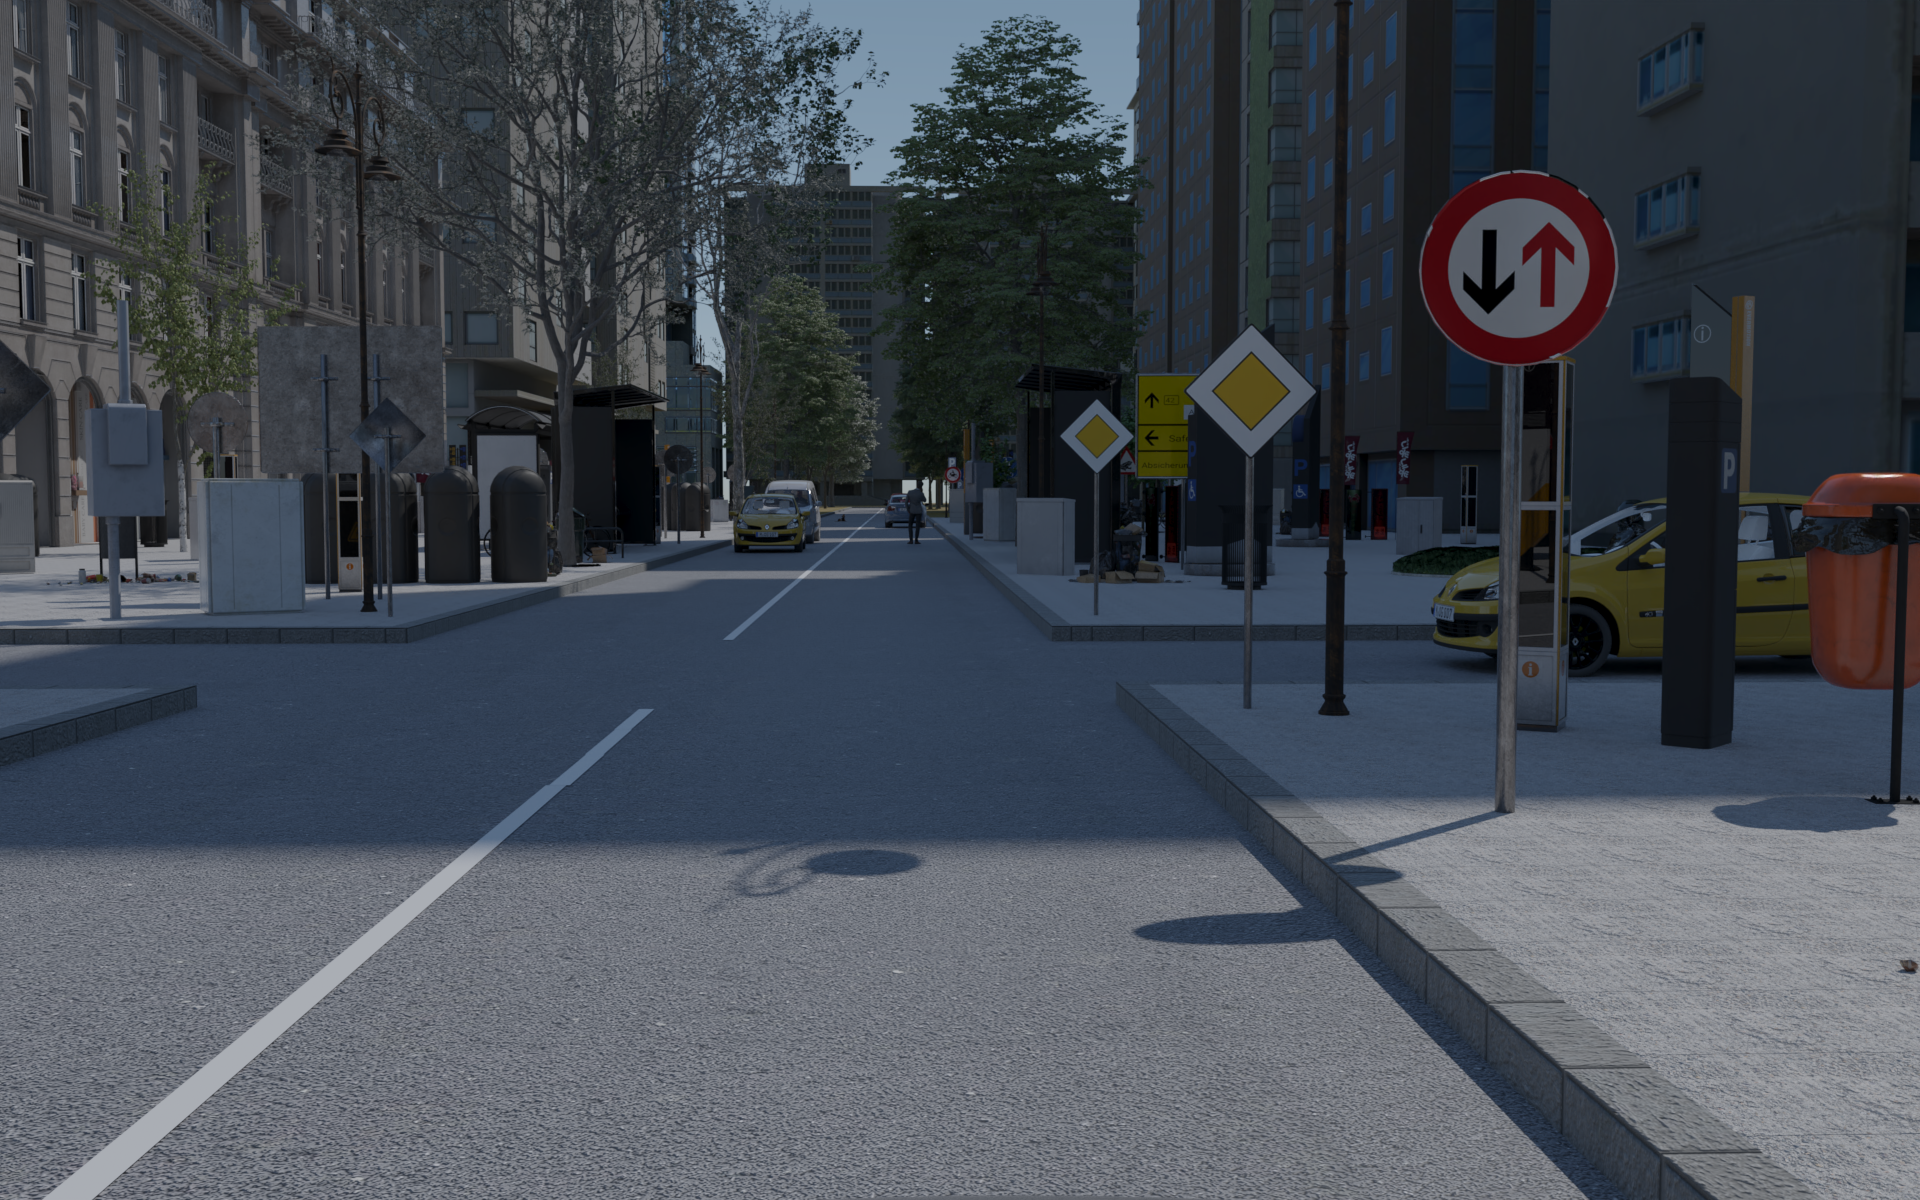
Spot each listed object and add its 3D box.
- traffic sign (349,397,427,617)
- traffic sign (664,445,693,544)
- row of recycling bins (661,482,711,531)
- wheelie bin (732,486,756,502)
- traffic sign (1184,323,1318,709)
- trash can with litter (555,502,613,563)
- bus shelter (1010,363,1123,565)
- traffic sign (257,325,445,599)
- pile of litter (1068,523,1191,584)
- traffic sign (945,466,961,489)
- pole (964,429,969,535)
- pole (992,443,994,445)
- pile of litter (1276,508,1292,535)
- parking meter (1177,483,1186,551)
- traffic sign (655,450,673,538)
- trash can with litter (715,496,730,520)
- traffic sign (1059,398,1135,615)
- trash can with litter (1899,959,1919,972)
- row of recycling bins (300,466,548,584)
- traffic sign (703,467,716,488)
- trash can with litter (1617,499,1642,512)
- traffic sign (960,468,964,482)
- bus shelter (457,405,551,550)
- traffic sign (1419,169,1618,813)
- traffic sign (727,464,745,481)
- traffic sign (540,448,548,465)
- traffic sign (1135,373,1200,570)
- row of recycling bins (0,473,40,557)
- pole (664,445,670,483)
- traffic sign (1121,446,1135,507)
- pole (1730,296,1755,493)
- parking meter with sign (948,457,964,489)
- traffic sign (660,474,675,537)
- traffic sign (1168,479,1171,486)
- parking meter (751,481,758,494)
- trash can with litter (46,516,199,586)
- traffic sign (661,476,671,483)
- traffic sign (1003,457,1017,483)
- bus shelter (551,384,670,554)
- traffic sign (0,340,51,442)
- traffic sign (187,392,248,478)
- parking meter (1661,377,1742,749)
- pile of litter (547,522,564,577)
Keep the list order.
[{"bbox_3d":[-5.952,-0.881,18.044,0.795,2.450,0.064,0,4,-2],"label":"traffic sign"},{"bbox_3d":[-7.243,-2.717,44.534,0.768,2.556,0.104,0,4,3],"label":"traffic sign"},{"bbox_3d":[-9.803,-3.289,60.888,1.069,1.692,3.534,-2,4,-33],"label":"row of recycling bins"},{"bbox_3d":[-8.396,-3.621,67.118,0.693,1.594,0.980,-3,5,-41],"label":"wheelie bin"},{"bbox_3d":[1.717,-0.407,10.300,0.795,2.450,0.064,0,4,-2],"label":"traffic sign"},{"bbox_3d":[-7.018,-1.280,32.313,1.055,1.170,0.624,-1,4,-11],"label":"trash can with litter"},{"bbox_3d":[2.039,-2.630,34.284,1.731,3.624,6.357,0,4,-2],"label":"bus shelter"},{"bbox_3d":[-7.381,-1.659,21.000,2.265,3.308,0.079,0,4,3],"label":"traffic sign"},{"bbox_3d":[2.477,-0.687,25.196,1.719,0.858,1.176,1,4,21],"label":"pile of litter"},{"bbox_3d":[-0.321,-4.856,79.503,0.768,2.556,0.104,0,4,7],"label":"traffic sign"},{"bbox_3d":[0.207,-3.709,54.493,0.158,3.312,0.155,0,3,0],"label":"pole"},{"bbox_3d":[1.191,-4.360,65.135,0.158,3.312,0.155,0,3,0],"label":"pole"},{"bbox_3d":[10.569,-2.500,54.845,1.176,0.858,1.719,1,4,17],"label":"pile of litter"},{"bbox_3d":[5.065,-1.876,39.086,0.372,1.533,0.369,0,3,0],"label":"parking meter"},{"bbox_3d":[-8.518,-3.054,50.033,0.768,2.556,0.104,0,4,0],"label":"traffic sign"},{"bbox_3d":[-11.940,-4.512,84.823,2.233,1.210,1.678,3,5,39],"label":"trash can with litter"},{"bbox_3d":[1.438,-0.895,18.280,0.795,2.450,0.064,0,4,-2],"label":"traffic sign"},{"bbox_3d":[3.785,0.391,4.665,2.233,1.210,1.678,2,4,26],"label":"trash can with litter"},{"bbox_3d":[-7.782,-1.102,25.130,3.534,1.692,1.069,0,4,-6],"label":"row of recycling bins"},{"bbox_3d":[-11.731,-4.923,80.589,0.768,2.556,0.104,0,4,5],"label":"traffic sign"},{"bbox_3d":[13.569,-1.448,35.054,0.624,1.170,1.055,2,4,35],"label":"trash can with litter"},{"bbox_3d":[0.353,-4.939,80.851,0.768,2.556,0.104,0,4,8],"label":"traffic sign"},{"bbox_3d":[-10.512,-2.954,42.217,2.014,3.302,5.546,0,4,-2],"label":"bus shelter"},{"bbox_3d":[2.202,-0.417,6.920,0.768,2.556,0.104,0,4,5],"label":"traffic sign"},{"bbox_3d":[-9.443,-4.463,73.076,0.768,2.556,0.104,0,4,4],"label":"traffic sign"},{"bbox_3d":[-11.496,-2.857,46.814,0.768,2.556,0.104,0,4,8],"label":"traffic sign"},{"bbox_3d":[4.089,-2.160,29.184,2.265,3.308,0.079,0,4,3],"label":"traffic sign"},{"bbox_3d":[-19.126,-1.653,34.136,1.069,1.692,3.534,0,4,-7],"label":"row of recycling bins"},{"bbox_3d":[-12.121,-4.765,71.746,0.158,3.312,0.155,0,3,0],"label":"pole"},{"bbox_3d":[4.519,-2.877,47.041,0.884,2.594,0.081,0,4,6],"label":"traffic sign"},{"bbox_3d":[8.076,-1.474,17.950,0.158,3.312,0.155,0,3,0],"label":"pole"},{"bbox_3d":[0.262,-5.309,83.064,1.738,3.016,0.543,-3,5,-43],"label":"parking meter with sign"},{"bbox_3d":[-8.980,-3.176,51.928,0.884,2.594,0.081,0,4,4],"label":"traffic sign"},{"bbox_3d":[5.490,-2.766,45.332,0.768,2.556,0.104,0,3,0],"label":"traffic sign"},{"bbox_3d":[-9.436,-4.522,79.642,0.255,1.863,0.399,-1,4,-17],"label":"parking meter"},{"bbox_3d":[-11.834,-0.858,25.081,2.233,1.210,1.678,0,4,-4],"label":"trash can with litter"},{"bbox_3d":[-13.260,-4.726,77.377,0.768,2.556,0.104,0,4,5],"label":"traffic sign"},{"bbox_3d":[1.630,-3.633,59.499,0.768,2.556,0.104,0,4,3],"label":"traffic sign"},{"bbox_3d":[-7.971,-2.981,40.016,1.731,3.624,6.357,0,4,-2],"label":"bus shelter"},{"bbox_3d":[-5.674,-0.393,10.063,0.795,2.450,0.064,0,4,-2],"label":"traffic sign"},{"bbox_3d":[-9.273,-1.317,21.639,0.768,2.556,0.104,0,4,1],"label":"traffic sign"},{"bbox_3d":[3.793,-0.192,8.858,0.255,1.863,0.399,3,5,42],"label":"parking meter"},{"bbox_3d":[-6.792,-0.806,27.142,1.176,0.858,1.719,1,4,11],"label":"pile of litter"}]
